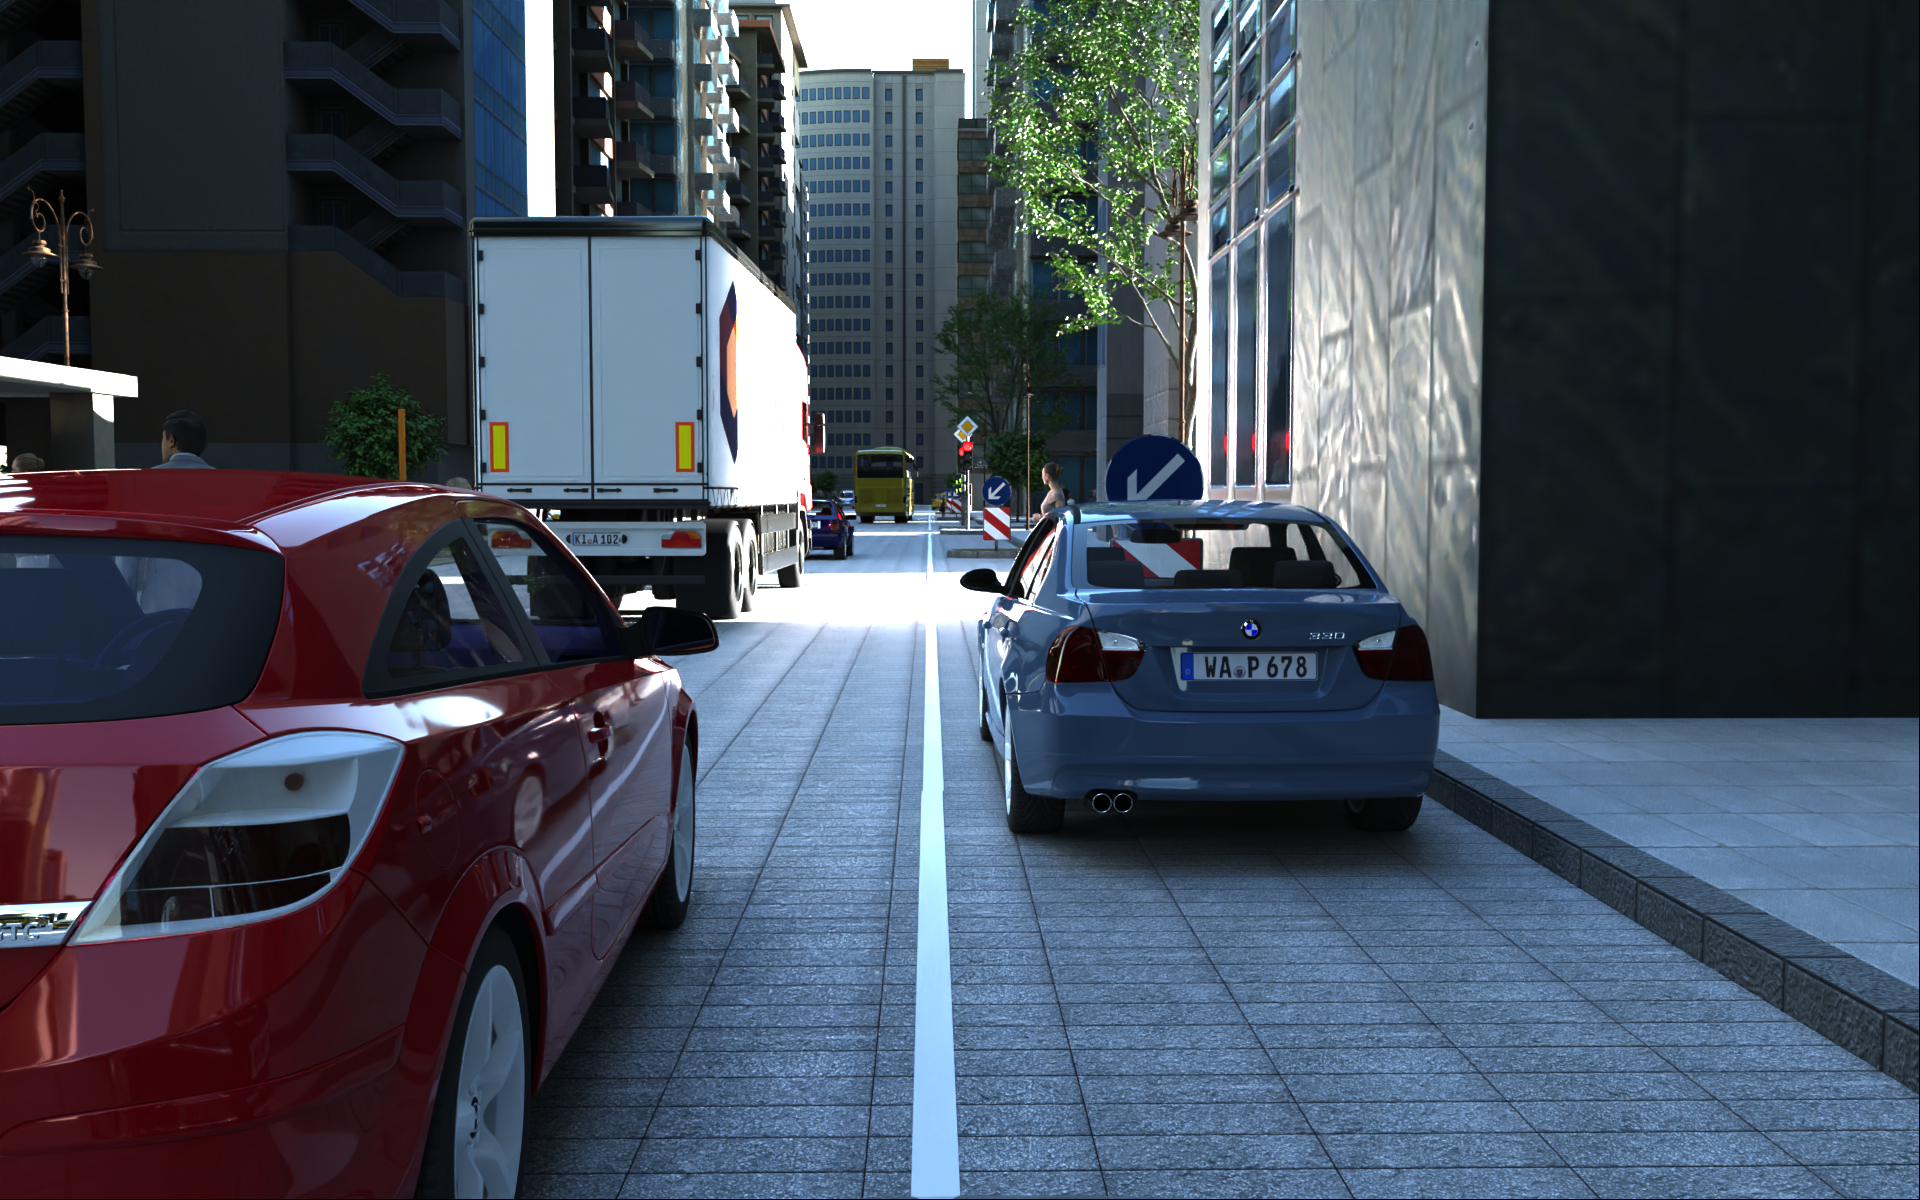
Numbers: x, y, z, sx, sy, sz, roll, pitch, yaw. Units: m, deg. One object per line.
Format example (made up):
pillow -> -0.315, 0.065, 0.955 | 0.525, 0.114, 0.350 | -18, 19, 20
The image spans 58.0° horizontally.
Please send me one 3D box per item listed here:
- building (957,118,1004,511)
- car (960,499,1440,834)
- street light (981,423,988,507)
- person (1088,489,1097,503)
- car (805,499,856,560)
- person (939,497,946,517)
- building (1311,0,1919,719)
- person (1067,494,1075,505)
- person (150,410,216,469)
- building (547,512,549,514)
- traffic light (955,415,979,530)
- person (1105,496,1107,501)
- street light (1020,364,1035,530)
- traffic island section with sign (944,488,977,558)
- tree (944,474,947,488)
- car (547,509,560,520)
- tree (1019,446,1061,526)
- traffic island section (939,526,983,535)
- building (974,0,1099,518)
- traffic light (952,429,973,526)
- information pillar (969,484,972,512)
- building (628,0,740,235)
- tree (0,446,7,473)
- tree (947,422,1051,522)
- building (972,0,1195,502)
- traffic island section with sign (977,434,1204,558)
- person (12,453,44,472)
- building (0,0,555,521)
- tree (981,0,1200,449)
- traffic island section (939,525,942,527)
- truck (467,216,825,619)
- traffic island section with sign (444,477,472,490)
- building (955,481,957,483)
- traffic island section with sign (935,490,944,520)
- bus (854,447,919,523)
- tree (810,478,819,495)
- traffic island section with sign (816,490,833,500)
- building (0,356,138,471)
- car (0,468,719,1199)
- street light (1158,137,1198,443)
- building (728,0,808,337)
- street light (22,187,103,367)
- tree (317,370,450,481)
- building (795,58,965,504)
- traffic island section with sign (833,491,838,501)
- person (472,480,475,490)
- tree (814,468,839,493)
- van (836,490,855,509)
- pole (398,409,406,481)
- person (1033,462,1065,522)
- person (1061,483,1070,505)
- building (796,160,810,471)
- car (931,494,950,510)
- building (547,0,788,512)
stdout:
building -> 6.716, -22.314, 136.541 | 14.160, 30.474, 14.107 | 0, 4, -1
car -> 1.019, 0.207, 8.619 | 2.014, 1.417, 4.499 | 0, 4, -2
street light -> 1.505, -8.169, 106.350 | 0.468, 5.910, 1.993 | 0, 4, -1
person -> 5.534, -3.890, 70.008 | 0.716, 1.782, 0.532 | 1, 4, 11
car -> -3.342, -1.623, 39.123 | 1.945, 1.354, 3.894 | 0, 4, 0
person -> -1.027, -5.242, 98.883 | 0.373, 1.253, 0.362 | 2, 4, 35
building -> 14.190, -42.188, 2.449 | 22.319, 86.520, 31.000 | 0, 4, -1
person -> 4.726, -3.860, 73.395 | 0.306, 1.304, 0.590 | -2, 4, -24
person -> -3.728, -0.004, 8.417 | 0.661, 1.843, 0.795 | -3, 4, -38
building -> -26.846, -26.164, 82.412 | 22.147, 44.769, 28.867 | 0, 4, -1
traffic light -> 0.247, -4.473, 62.046 | 0.839, 4.253, 0.868 | 0, 4, -1
person -> 2.953, -1.621, 32.743 | 0.606, 1.804, 0.583 | 2, 4, 30
street light -> 2.409, -5.424, 61.469 | 0.468, 5.910, 1.993 | 0, 4, -1
traffic island section with sign -> 0.697, -1.886, 39.470 | 1.989, 1.847, 2.006 | 0, 4, -1
tree -> -0.382, -14.612, 222.612 | 4.285, 4.588, 4.351 | 0, 3, 0
car -> -11.988, -2.726, 54.789 | 2.015, 1.641, 3.980 | 0, 3, 0
tree -> 2.970, -4.561, 69.179 | 1.663, 3.219, 1.824 | 0, 3, 0
traffic island section -> 0.288, -2.439, 62.161 | 2.009, 0.180, 2.903 | 0, 4, -1
building -> 12.977, -29.740, 105.854 | 23.786, 49.044, 30.456 | 0, 4, -1
traffic light -> 0.107, -4.961, 70.030 | 0.839, 4.253, 0.868 | 0, 4, -1
information pillar -> 0.660, -7.382, 125.194 | 0.304, 2.012, 0.304 | -1, 4, -19
building -> -27.291, -30.597, 119.871 | 23.786, 49.044, 30.456 | 0, 4, -1
tree -> -32.560, -3.998, 59.967 | 1.663, 3.219, 1.824 | 0, 3, 0
tree -> 2.570, -5.806, 78.647 | 4.285, 4.588, 4.351 | 0, 3, 0
building -> 11.590, -37.746, 159.149 | 21.231, 58.520, 28.212 | 0, 4, -1
traffic island section with sign -> 1.164, -0.219, 12.207 | 1.989, 1.847, 2.006 | 0, 4, -1
person -> -7.502, -0.297, 13.911 | 0.362, 1.759, 0.519 | -2, 4, -33
building -> -21.419, -24.709, 54.102 | 14.200, 45.320, 14.600 | 0, 4, -1
tree -> 3.971, -6.331, 29.261 | 9.928, 11.665, 9.643 | 0, 3, 0
traffic island section -> 0.147, -2.927, 70.145 | 2.009, 0.180, 2.903 | 0, 4, -1
truck -> -3.642, -2.091, 23.103 | 2.839, 4.237, 11.283 | 0, 4, 1
traffic island section with sign -> -11.525, -1.884, 39.429 | 1.989, 1.847, 2.006 | 0, 4, -1
building -> 9.797, -47.085, 208.086 | 20.563, 71.187, 20.611 | 0, 4, -1
traffic island section with sign -> -0.297, -5.314, 95.503 | 1.989, 1.847, 2.006 | 0, 4, -1
bus -> -3.786, -6.010, 89.816 | 2.896, 3.916, 12.252 | 0, 4, 1
tree -> -17.453, -12.901, 205.537 | 1.663, 3.219, 1.824 | 0, 3, 0
traffic island section with sign -> -13.858, -9.973, 171.678 | 1.989, 1.847, 2.006 | 0, 4, -1
building -> -28.086, -19.983, 18.609 | 32.217, 40.220, 23.993 | 0, 4, -1
car -> -1.747, 0.282, 4.426 | 2.155, 1.783, 4.494 | 0, 4, -2
street light -> 2.939, -3.069, 22.967 | 0.468, 5.910, 1.993 | 0, 4, -1
building -> -31.432, -36.542, 186.699 | 28.713, 52.752, 27.495 | 0, 4, -1
street light -> -13.634, -3.283, 26.458 | 0.468, 5.910, 1.993 | 0, 4, -1
tree -> -15.298, -3.791, 45.692 | 4.285, 4.588, 4.351 | 0, 3, 0
building -> -13.513, -42.554, 237.761 | 28.212, 58.520, 21.231 | 0, 4, -1
traffic island section with sign -> -14.346, -11.648, 199.066 | 1.989, 1.847, 2.006 | 0, 4, -1
person -> -12.477, -2.202, 44.600 | 0.616, 1.811, 0.778 | -1, 4, -13
tree -> -16.967, -14.481, 220.482 | 4.285, 4.588, 4.351 | 0, 3, 0
van -> -10.942, -9.852, 168.095 | 2.013, 2.044, 4.112 | 0, 4, 1
pole -> -13.365, -2.918, 41.545 | 0.158, 3.312, 0.155 | 0, 3, 0
person -> 0.971, -0.631, 19.165 | 0.374, 1.781, 0.599 | -1, 4, -9
person -> 4.683, -4.714, 83.340 | 0.699, 1.804, 1.509 | -3, 5, -41
building -> -25.707, -32.398, 213.295 | 14.086, 41.232, 14.154 | 0, 4, -1
car -> -1.611, -8.918, 156.034 | 2.015, 1.641, 3.980 | 0, 4, 1
building -> -27.480, -30.822, 158.570 | 22.147, 44.769, 28.867 | 0, 4, -1
